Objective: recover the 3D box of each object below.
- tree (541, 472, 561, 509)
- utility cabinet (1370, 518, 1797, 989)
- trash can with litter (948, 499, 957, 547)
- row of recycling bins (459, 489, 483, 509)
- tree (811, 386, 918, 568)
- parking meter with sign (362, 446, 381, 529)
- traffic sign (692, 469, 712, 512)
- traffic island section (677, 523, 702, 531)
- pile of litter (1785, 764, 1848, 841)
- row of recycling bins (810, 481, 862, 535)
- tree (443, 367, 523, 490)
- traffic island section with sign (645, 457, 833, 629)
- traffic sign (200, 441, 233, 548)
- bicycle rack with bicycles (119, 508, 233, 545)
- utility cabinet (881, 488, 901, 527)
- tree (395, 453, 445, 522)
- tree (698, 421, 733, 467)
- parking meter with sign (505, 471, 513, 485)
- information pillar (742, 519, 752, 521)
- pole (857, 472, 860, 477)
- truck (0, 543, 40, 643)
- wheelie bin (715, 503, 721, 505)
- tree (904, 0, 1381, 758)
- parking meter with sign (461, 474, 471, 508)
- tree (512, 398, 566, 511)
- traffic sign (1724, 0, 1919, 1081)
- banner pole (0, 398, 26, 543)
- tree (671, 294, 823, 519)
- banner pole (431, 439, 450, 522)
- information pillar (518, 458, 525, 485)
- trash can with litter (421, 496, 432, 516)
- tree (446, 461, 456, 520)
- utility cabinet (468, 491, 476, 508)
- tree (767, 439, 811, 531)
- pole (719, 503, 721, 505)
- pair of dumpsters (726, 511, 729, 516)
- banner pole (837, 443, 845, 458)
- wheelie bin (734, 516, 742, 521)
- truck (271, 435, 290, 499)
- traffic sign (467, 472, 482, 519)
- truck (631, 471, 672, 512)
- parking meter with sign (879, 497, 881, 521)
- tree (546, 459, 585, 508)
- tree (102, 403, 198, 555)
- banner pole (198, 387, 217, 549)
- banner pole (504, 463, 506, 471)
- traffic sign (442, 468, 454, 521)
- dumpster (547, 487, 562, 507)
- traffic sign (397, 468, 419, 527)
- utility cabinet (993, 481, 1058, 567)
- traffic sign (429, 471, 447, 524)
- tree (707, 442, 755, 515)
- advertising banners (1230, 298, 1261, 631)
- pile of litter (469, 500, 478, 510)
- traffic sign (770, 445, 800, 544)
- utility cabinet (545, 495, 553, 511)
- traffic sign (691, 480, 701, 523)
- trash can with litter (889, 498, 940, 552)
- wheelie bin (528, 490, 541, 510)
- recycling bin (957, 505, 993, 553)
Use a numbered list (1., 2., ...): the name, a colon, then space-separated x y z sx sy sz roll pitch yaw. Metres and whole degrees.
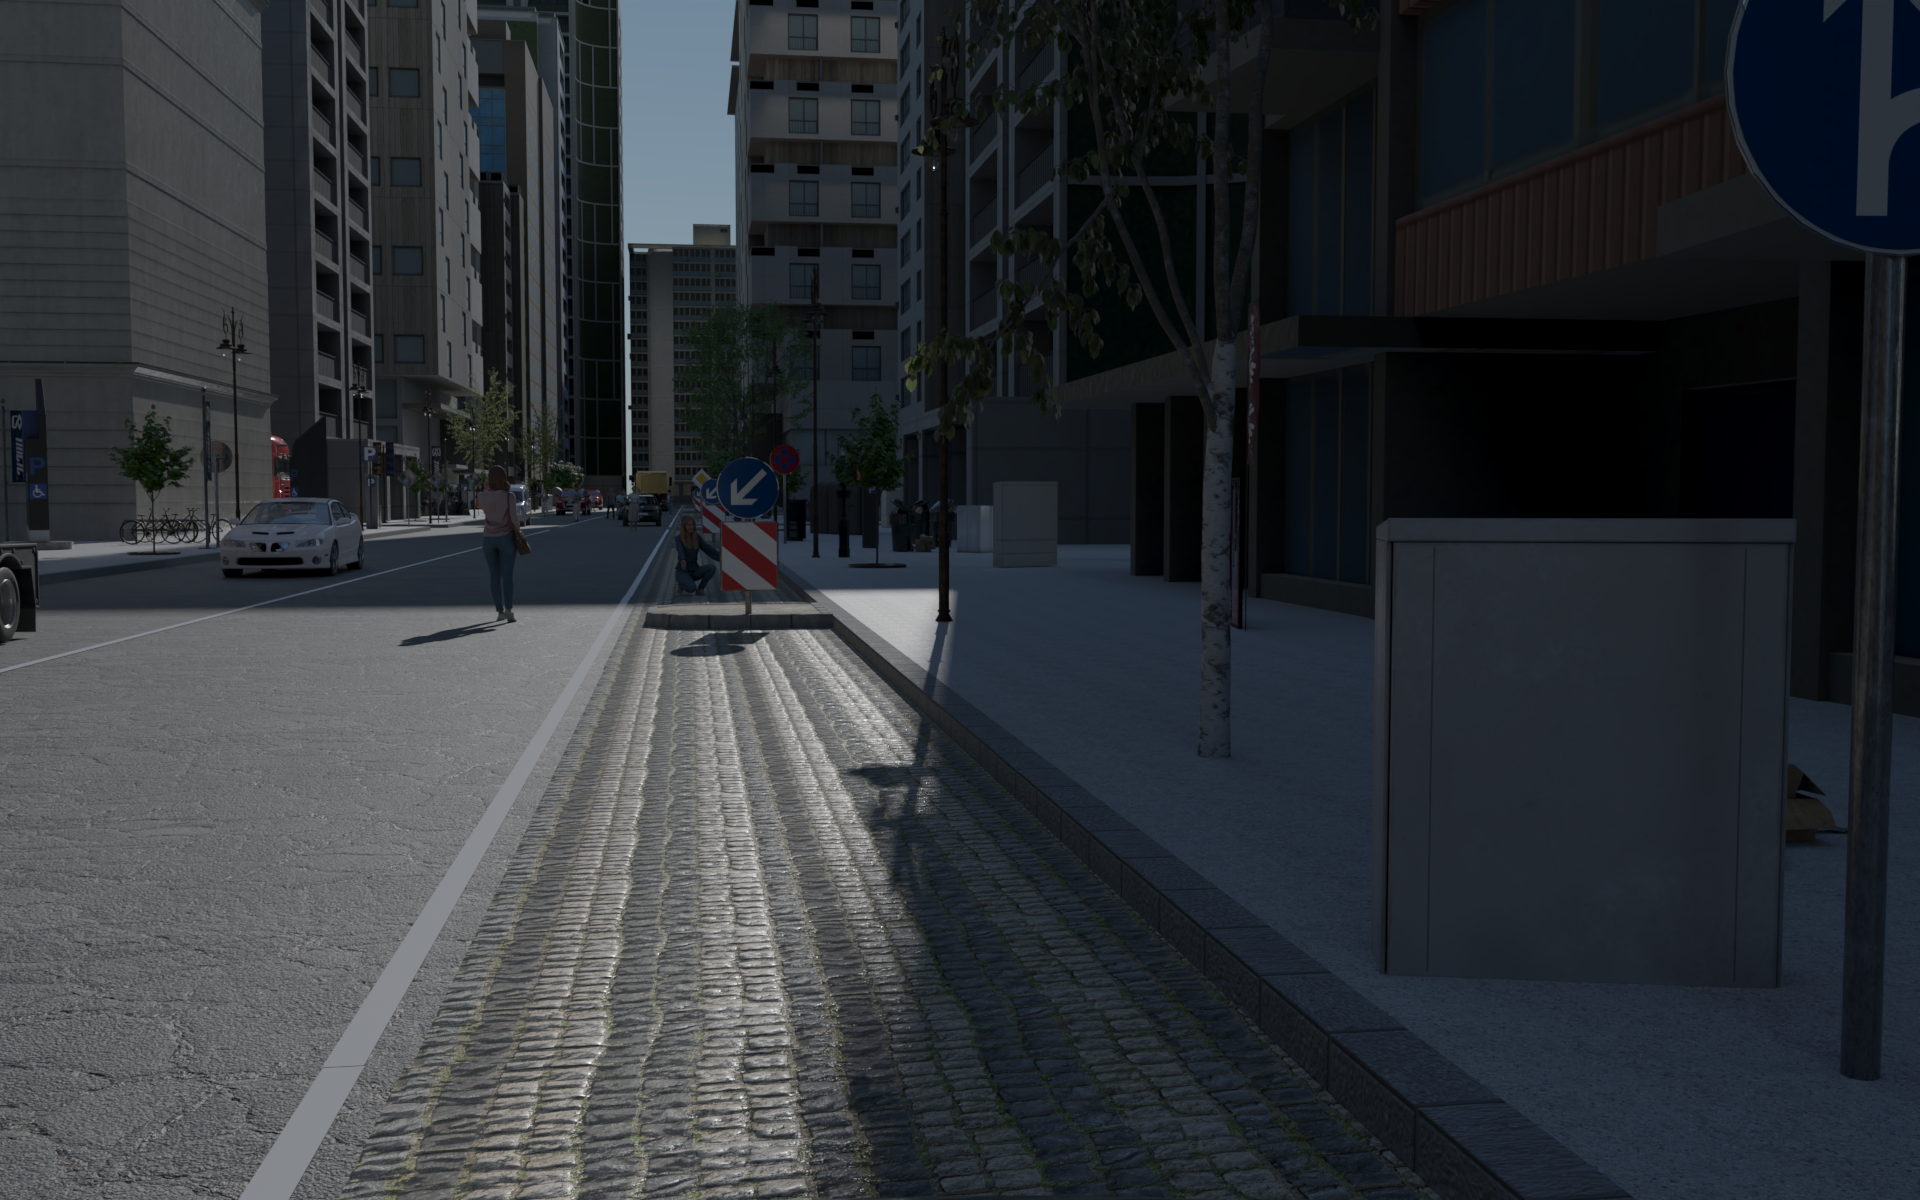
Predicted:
1. tree: -35.802 -9.555 150.826 1.663 3.219 1.824 0 3 0
2. utility cabinet: 1.646 0.398 4.662 1.020 1.237 0.306 0 4 8
3. trash can with litter: -0.558 -1.847 41.586 0.624 1.170 1.055 3 5 42
4. row of recycling bins: -42.113 -8.541 146.755 3.534 1.692 1.069 0 4 -3
5. tree: -1.367 -2.190 30.405 1.663 3.219 1.824 0 3 0
6. parking meter with sign: -21.710 -4.145 64.027 0.543 3.016 1.738 -1 4 -13
7. traffic sign: -10.205 -3.966 68.490 0.795 2.450 0.064 -1 4 -9
8. traffic island section: -10.183 -2.831 68.571 2.009 0.180 2.903 -1 4 -9
9. pile of litter: 2.674 0.460 6.441 1.719 0.858 1.176 -1 4 -10
10. row of recycling bins: -3.859 -2.960 55.516 1.069 1.692 3.534 -2 4 -28
11. tree: -27.317 -9.112 99.337 4.360 8.622 3.978 0 3 0
12. traffic island section with sign: -2.478 -0.647 19.205 1.989 1.847 2.006 -1 4 -9
13. traffic sign: -17.794 -2.529 41.462 0.768 2.556 0.104 0 4 -1
14. bicycle rack with bicycles: -20.604 -1.956 45.359 2.925 0.926 2.852 -2 4 -34
15. utility cabinet: -2.473 -3.509 66.043 0.318 1.500 1.173 3 5 43
16. tree: -25.388 -5.290 81.089 1.663 3.219 1.824 0 3 0
17. tree: -22.964 -13.198 166.141 4.737 8.622 4.395 0 3 0
18. parking meter with sign: -33.465 -8.108 128.827 0.543 3.016 1.738 1 4 16
19. information pillar: -8.269 -3.836 67.206 0.304 2.012 0.304 3 4 38
20. pole: -4.669 -5.254 79.751 0.158 3.312 0.155 0 3 0
21. truck: -8.712 -1.102 7.779 2.967 4.110 18.799 -1 4 -10
22. wheelie bin: -20.022 -8.272 143.150 0.693 1.594 0.980 1 4 16
23. tree: 1.086 -3.550 8.402 4.360 8.622 3.978 0 3 0
24. parking meter with sign: -38.748 -8.523 135.613 0.543 3.016 1.738 -2 4 -27
25. tree: -32.115 -11.155 132.746 4.737 8.622 4.395 0 3 0
26. traffic sign: 1.989 -0.223 3.747 0.768 2.556 0.104 0 4 -2
27. banner pole: -24.842 -3.394 45.516 0.863 3.779 0.401 -1 4 -14
28. tree: -11.080 -9.988 89.064 9.928 11.665 9.643 0 3 0
29. banner pole: -23.679 -5.439 78.946 0.863 3.779 0.401 0 3 0
30. information pillar: -28.458 -7.435 112.921 0.183 3.616 0.504 0 4 5
31. trash can with litter: -30.913 -5.393 99.559 1.055 1.170 0.624 1 4 10
32. tree: -25.736 -5.582 85.875 1.663 3.219 1.824 0 3 0
33. utility cabinet: -40.687 -8.272 143.931 1.173 1.500 0.318 3 4 36
34. tree: -5.908 -4.043 60.700 1.663 3.219 1.824 0 3 0
35. pole: -18.770 -8.647 135.220 0.158 3.312 0.155 0 3 0
36. pair of dumpsters: -13.527 -6.175 103.447 1.574 2.255 4.437 -1 4 -9
37. banner pole: -5.312 -5.338 77.292 0.401 3.779 0.863 -2 4 -34
38. wheelie bin: -9.861 -4.299 78.191 0.980 1.594 0.693 0 4 -6
39. truck: -31.638 -4.843 68.104 11.283 4.237 2.839 -1 4 -9
40. traffic sign: -25.030 -5.392 89.337 0.795 2.450 0.064 0 4 -4
41. truck: -25.791 -9.128 145.161 3.469 3.379 9.791 -1 4 -11
42. parking meter with sign: -4.109 -5.211 81.460 1.738 3.016 0.543 -3 5 -41
43. tree: -38.743 -11.484 171.481 4.285 4.588 4.351 0 3 0
44. tree: -16.999 -2.577 36.739 1.663 3.219 1.824 0 3 0
45. banner pole: -17.716 -3.105 40.788 0.401 3.779 0.863 -1 4 -11
46. banner pole: -36.351 -9.085 138.549 0.401 3.779 0.863 -1 4 -19
47. traffic sign: -24.771 -5.102 83.530 0.768 2.556 0.104 0 4 -4
48. dumpster: -34.394 -8.647 147.141 1.264 1.857 1.865 -1 4 -9
49. traffic sign: -21.269 -3.862 66.789 0.795 2.450 0.064 -1 4 -9
50. utility cabinet: 1.144 -1.332 30.460 1.173 1.500 0.318 -2 4 -32
51. traffic sign: -22.502 -4.345 74.679 0.795 2.450 0.064 -1 4 -9
52. tree: -14.256 -7.651 108.815 4.285 4.588 4.351 0 3 0
53. advertising banners: 2.661 -1.248 16.597 0.090 3.025 2.074 0 3 0
54. pile of litter: -40.021 -7.803 141.537 1.176 0.858 1.719 3 5 42
55. traffic sign: -4.522 -2.730 44.734 0.768 2.556 0.104 0 4 -8
56. utility cabinet: -32.104 -7.570 134.927 0.306 1.237 1.020 1 4 14
57. traffic sign: -11.438 -4.449 76.380 0.795 2.450 0.064 -1 4 -9
58. trash can with litter: -1.044 -1.654 38.429 1.055 1.170 0.624 2 4 24
59. wheelie bin: -34.414 -8.095 140.267 0.980 1.594 0.693 0 4 -6
60. recycling bin: 0.421 -1.563 38.115 0.722 1.027 0.722 -3 5 -44
